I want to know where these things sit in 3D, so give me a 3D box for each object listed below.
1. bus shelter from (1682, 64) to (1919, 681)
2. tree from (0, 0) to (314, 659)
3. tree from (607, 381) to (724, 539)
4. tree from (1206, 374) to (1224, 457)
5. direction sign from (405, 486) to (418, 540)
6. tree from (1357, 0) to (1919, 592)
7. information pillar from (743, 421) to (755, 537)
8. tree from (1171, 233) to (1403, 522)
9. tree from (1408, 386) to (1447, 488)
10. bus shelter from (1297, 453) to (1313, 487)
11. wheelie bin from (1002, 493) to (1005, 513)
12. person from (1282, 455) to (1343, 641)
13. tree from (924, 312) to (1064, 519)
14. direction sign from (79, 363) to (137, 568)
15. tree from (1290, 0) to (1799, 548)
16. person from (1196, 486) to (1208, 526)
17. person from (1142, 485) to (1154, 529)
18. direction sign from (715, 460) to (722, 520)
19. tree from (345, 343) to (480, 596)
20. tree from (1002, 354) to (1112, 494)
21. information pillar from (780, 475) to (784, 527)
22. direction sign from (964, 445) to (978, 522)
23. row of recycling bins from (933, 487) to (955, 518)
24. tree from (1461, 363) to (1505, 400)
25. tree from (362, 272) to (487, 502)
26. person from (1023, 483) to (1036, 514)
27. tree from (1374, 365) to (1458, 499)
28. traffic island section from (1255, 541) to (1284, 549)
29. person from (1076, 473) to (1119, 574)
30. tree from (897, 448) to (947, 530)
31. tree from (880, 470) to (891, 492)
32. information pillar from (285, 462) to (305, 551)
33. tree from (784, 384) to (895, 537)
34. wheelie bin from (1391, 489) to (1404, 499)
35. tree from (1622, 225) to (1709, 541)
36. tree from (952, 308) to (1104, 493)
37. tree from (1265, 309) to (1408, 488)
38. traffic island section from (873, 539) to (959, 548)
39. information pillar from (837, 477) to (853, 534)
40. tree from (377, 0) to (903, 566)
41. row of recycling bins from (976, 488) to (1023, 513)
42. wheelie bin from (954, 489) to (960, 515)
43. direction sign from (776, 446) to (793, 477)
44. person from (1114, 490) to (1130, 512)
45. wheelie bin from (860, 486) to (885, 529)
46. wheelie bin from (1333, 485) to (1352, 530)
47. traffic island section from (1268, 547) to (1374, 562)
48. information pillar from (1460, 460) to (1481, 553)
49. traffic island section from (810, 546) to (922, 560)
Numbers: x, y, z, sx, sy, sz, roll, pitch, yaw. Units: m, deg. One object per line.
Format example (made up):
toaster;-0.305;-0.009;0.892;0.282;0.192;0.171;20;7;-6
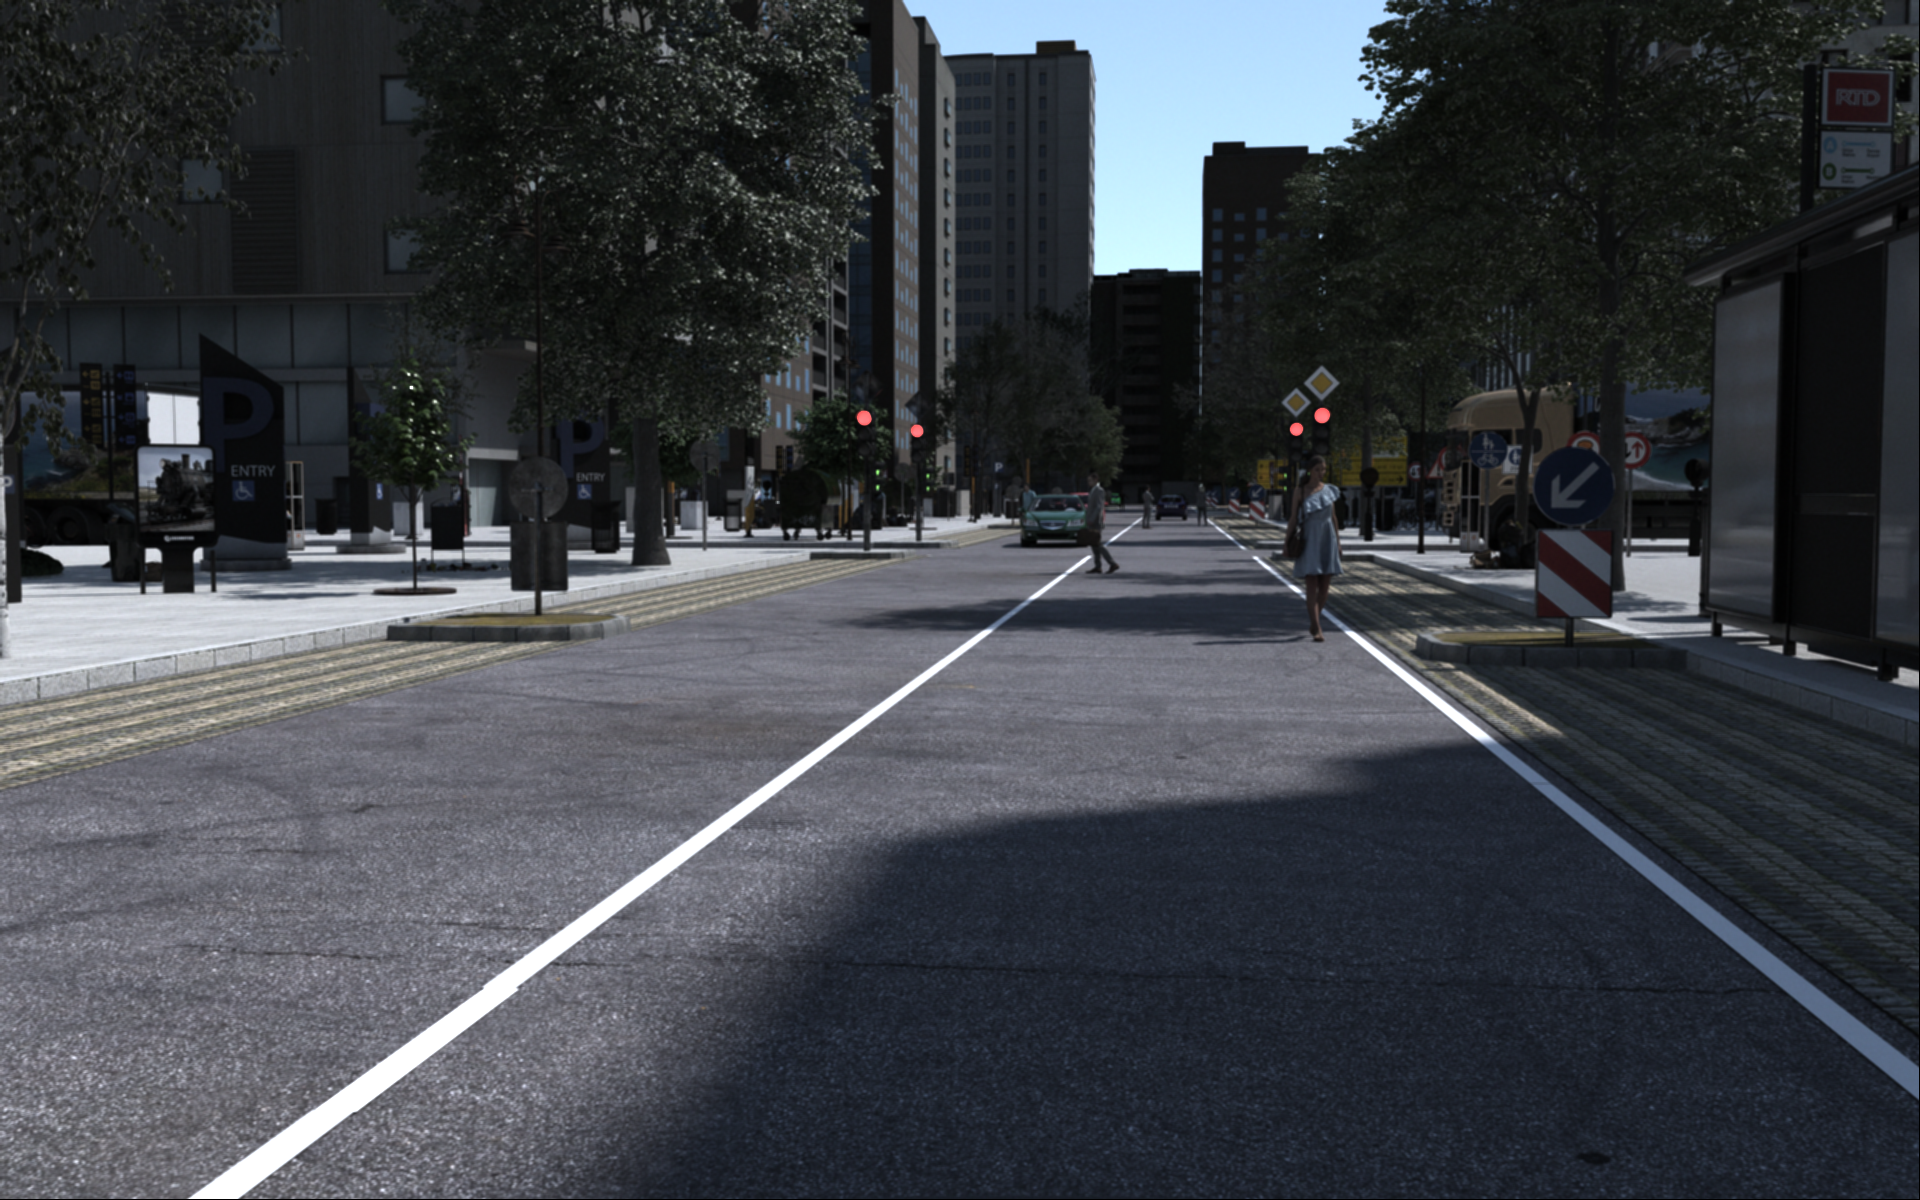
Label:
bus shelter;7.404;-2.223;13.981;2.179;5.291;8.768;0;4;7
tree;-7.275;-3.853;13.352;4.360;8.622;3.978;0;3;0
tree;-8.484;-4.057;50.046;4.285;4.588;4.351;0;3;0
tree;12.360;-8.203;52.252;7.486;12.596;7.792;0;3;0
direction sign;-15.489;-3.474;48.799;0.379;3.537;0.876;-2;4;-27
tree;8.469;-6.418;23.059;7.486;12.596;7.792;0;3;0
information pillar;-6.249;-3.673;51.409;0.183;3.616;0.504;1;4;18
tree;15.495;-10.432;80.927;12.009;13.543;11.850;0;3;0
tree;29.130;-9.781;110.280;4.737;8.622;4.395;0;3;0
bus shelter;18.995;-7.043;92.784;2.179;5.291;8.768;0;4;7
wheelie bin;3.203;-6.464;113.591;0.693;1.594;0.980;2;4;29
person;3.469;-0.519;17.077;0.616;1.811;0.778;0;4;2
tree;1.211;-9.426;88.535;7.601;10.594;8.767;2;4;28
direction sign;-14.802;-2.335;30.179;0.876;3.537;0.379;-3;4;-36
tree;10.217;-5.929;31.349;8.767;10.594;7.601;1;4;12
person;10.811;-4.209;77.495;0.537;1.800;0.526;3;4;37
person;7.820;-3.860;71.794;0.466;1.800;0.511;-3;5;-44
direction sign;-11.873;-5.696;85.133;0.379;3.537;0.876;0;4;2
tree;-6.955;-1.700;22.394;1.663;3.219;1.824;0;3;0
tree;7.328;-13.418;137.505;7.486;12.596;7.792;0;3;0
information pillar;-6.602;-3.736;65.572;0.304;2.012;0.304;2;4;27
direction sign;0.515;-5.381;79.975;0.876;3.537;0.379;3;5;44
row of recycling bins;-0.855;-5.430;95.896;1.069;1.692;3.534;-1;4;-8
tree;29.441;-9.000;97.516;4.360;8.622;3.978;0;3;0
tree;-18.104;-6.593;58.162;4.360;8.622;3.978;0;3;0
person;2.466;-3.158;60.156;0.660;1.820;0.620;3;5;39
tree;23.988;-8.752;93.452;4.360;8.622;3.978;0;3;0
traffic island section;8.874;-1.441;45.843;2.009;0.180;2.903;0;4;7
person;2.444;-1.387;31.304;0.853;1.813;0.709;-1;4;-15
tree;-1.302;-4.151;62.473;1.663;3.219;1.824;0;3;0
tree;-5.275;-7.410;115.750;1.663;3.219;1.824;0;3;0
information pillar;-15.115;-2.130;39.311;0.304;2.012;0.304;3;4;36
tree;-3.596;-4.171;51.917;4.285;4.588;4.351;0;3;0
wheelie bin;25.858;-5.785;102.494;0.693;1.594;0.980;1;4;20
tree;19.111;-5.923;47.197;4.360;8.622;3.978;0;3;0
tree;4.303;-12.488;114.547;12.009;13.543;11.850;0;3;0
tree;13.508;-6.952;64.032;4.737;8.622;4.395;0;3;0
traffic island section;-1.140;-1.517;47.086;2.009;0.180;2.903;0;4;7
information pillar;-3.722;-3.967;56.222;0.504;3.616;0.183;-2;4;-34
tree;-5.580;-7.591;30.766;9.857;13.997;8.962;0;3;0
row of recycling bins;2.766;-6.771;117.824;3.534;1.692;1.069;-1;4;-15
wheelie bin;-0.264;-6.034;106.569;0.980;1.594;0.693;-3;4;-37
direction sign;-8.192;-5.439;80.929;0.876;3.537;0.379;1;4;21
person;12.890;-7.873;137.739;1.217;1.766;0.721;1;4;16
wheelie bin;-3.189;-3.432;64.025;0.980;1.594;0.693;-2;4;-30
wheelie bin;13.361;-3.291;61.716;0.693;1.594;0.980;0;4;-7
traffic island section;7.890;-0.956;37.918;2.009;0.180;2.903;0;4;7
information pillar;11.124;-2.035;37.761;0.304;2.012;0.304;-1;4;-22
traffic island section;-2.124;-1.032;39.162;2.009;0.180;2.903;0;4;7
